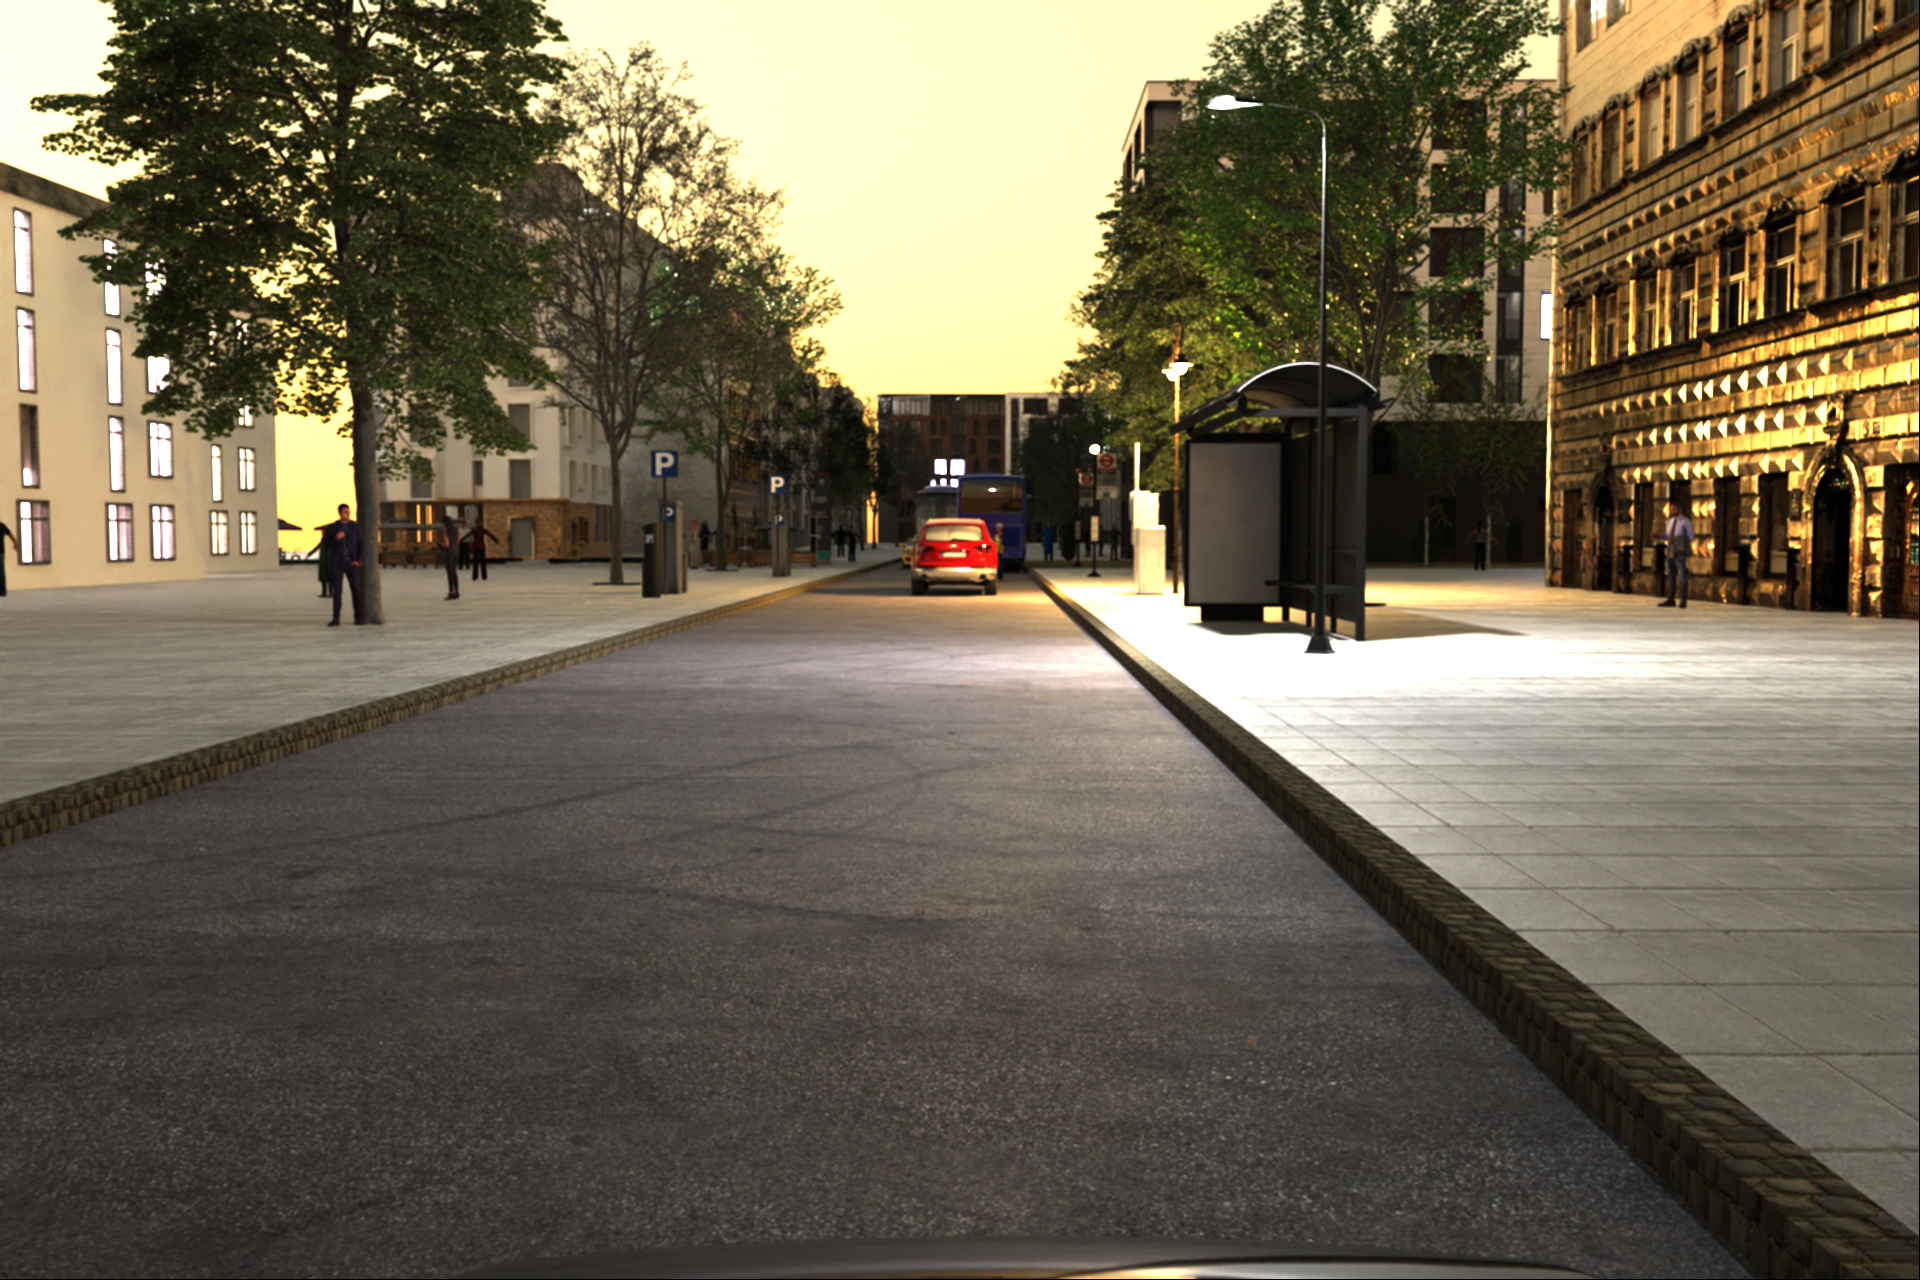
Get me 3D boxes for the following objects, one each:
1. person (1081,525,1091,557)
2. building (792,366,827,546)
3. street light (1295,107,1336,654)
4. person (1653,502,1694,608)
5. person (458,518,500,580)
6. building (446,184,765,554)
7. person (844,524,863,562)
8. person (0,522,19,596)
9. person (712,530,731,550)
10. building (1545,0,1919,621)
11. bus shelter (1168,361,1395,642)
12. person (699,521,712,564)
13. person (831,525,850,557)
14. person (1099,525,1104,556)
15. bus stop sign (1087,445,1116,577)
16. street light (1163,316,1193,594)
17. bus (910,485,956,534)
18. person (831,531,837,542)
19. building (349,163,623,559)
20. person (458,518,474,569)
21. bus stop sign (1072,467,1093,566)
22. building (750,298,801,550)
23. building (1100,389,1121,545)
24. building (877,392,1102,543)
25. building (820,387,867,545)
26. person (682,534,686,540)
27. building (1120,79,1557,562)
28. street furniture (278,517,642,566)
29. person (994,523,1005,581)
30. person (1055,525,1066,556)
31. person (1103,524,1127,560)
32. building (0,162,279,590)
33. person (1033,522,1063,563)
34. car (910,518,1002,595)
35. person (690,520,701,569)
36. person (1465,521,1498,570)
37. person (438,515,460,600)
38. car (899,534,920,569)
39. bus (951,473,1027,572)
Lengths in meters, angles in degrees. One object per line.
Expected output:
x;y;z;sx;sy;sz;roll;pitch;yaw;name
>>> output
7.224;-5.622;98.053;0.704;1.812;1.346;3;5;43;person
-24.634;-19.799;190.175;16.747;18.905;31.486;0;4;2;building
4.413;-2.809;18.462;1.470;5.913;1.316;0;4;1;street light
12.371;-1.482;30.135;0.599;1.838;0.709;-1;4;-22;person
-13.379;-2.527;48.129;1.215;1.729;0.721;-2;4;-29;person
-23.810;-17.526;117.471;19.493;23.208;18.063;0;4;1;building
-4.934;-4.487;80.090;0.721;1.740;1.216;3;5;42;person
-19.843;-1.796;35.590;0.705;1.803;1.348;1;4;16;person
-13.326;-5.477;95.772;1.346;1.802;0.704;0;4;5;person
23.312;-12.311;32.214;19.493;23.208;18.063;0;4;1;building
4.077;-1.779;23.018;2.014;3.302;5.546;0;4;0;bus shelter
-11.018;-4.205;74.524;0.705;1.856;1.354;-3;5;-42;person
-6.709;-5.584;97.478;1.347;1.806;0.705;-1;4;-12;person
8.189;-5.738;99.947;0.705;1.813;1.348;0;4;-2;person
4.259;-3.871;51.995;0.855;3.939;0.416;0;4;1;bus stop sign
4.624;-3.926;36.981;0.468;5.910;1.993;0;4;0;street light
-0.894;-6.038;90.270;2.896;3.916;12.251;0;4;1;bus
-6.077;-4.428;78.363;1.349;1.833;0.705;-3;5;-41;person
-25.072;-14.274;89.804;16.016;20.090;11.380;0;3;0;building
-17.968;-3.480;62.694;1.343;1.855;0.704;0;4;-5;person
4.940;-4.935;69.396;0.855;3.939;0.416;0;4;1;bus stop sign
-23.088;-16.880;142.441;16.747;18.905;31.486;0;4;0;building
27.194;-21.549;218.781;16.747;18.905;31.486;0;4;1;building
4.044;-25.370;261.232;32.646;21.610;27.936;0;4;-2;building
-21.458;-21.850;223.706;16.747;18.905;31.486;0;4;1;building
-16.429;-5.852;101.609;0.705;1.837;1.347;1;4;17;person
22.570;-15.329;94.600;27.936;21.610;32.646;0;4;1;building
-26.512;-4.301;75.345;27.439;1.986;14.083;-1;4;-13;street furniture
1.102;-2.675;52.652;0.721;1.772;1.216;-1;4;-18;person
6.000;-5.721;99.679;1.345;1.843;0.704;-2;4;-30;person
7.562;-4.805;84.832;1.348;1.796;0.705;-1;4;-23;person
-25.895;-6.554;49.301;9.099;9.664;28.070;0;4;1;building
3.949;-4.349;77.233;1.347;1.817;0.704;1;4;13;person
-0.110;-2.047;42.142;2.281;1.827;5.304;0;4;1;car
-9.801;-3.527;63.812;0.704;1.811;1.347;-1;4;-11;person
18.421;-3.328;61.220;1.217;1.737;0.721;3;4;38;person
-10.009;-1.615;33.920;0.415;1.643;0.593;-1;4;-20;person
-1.500;-3.796;72.292;2.015;1.641;3.980;0;4;1;car
1.096;-4.717;68.677;2.896;3.916;12.251;0;4;0;bus
